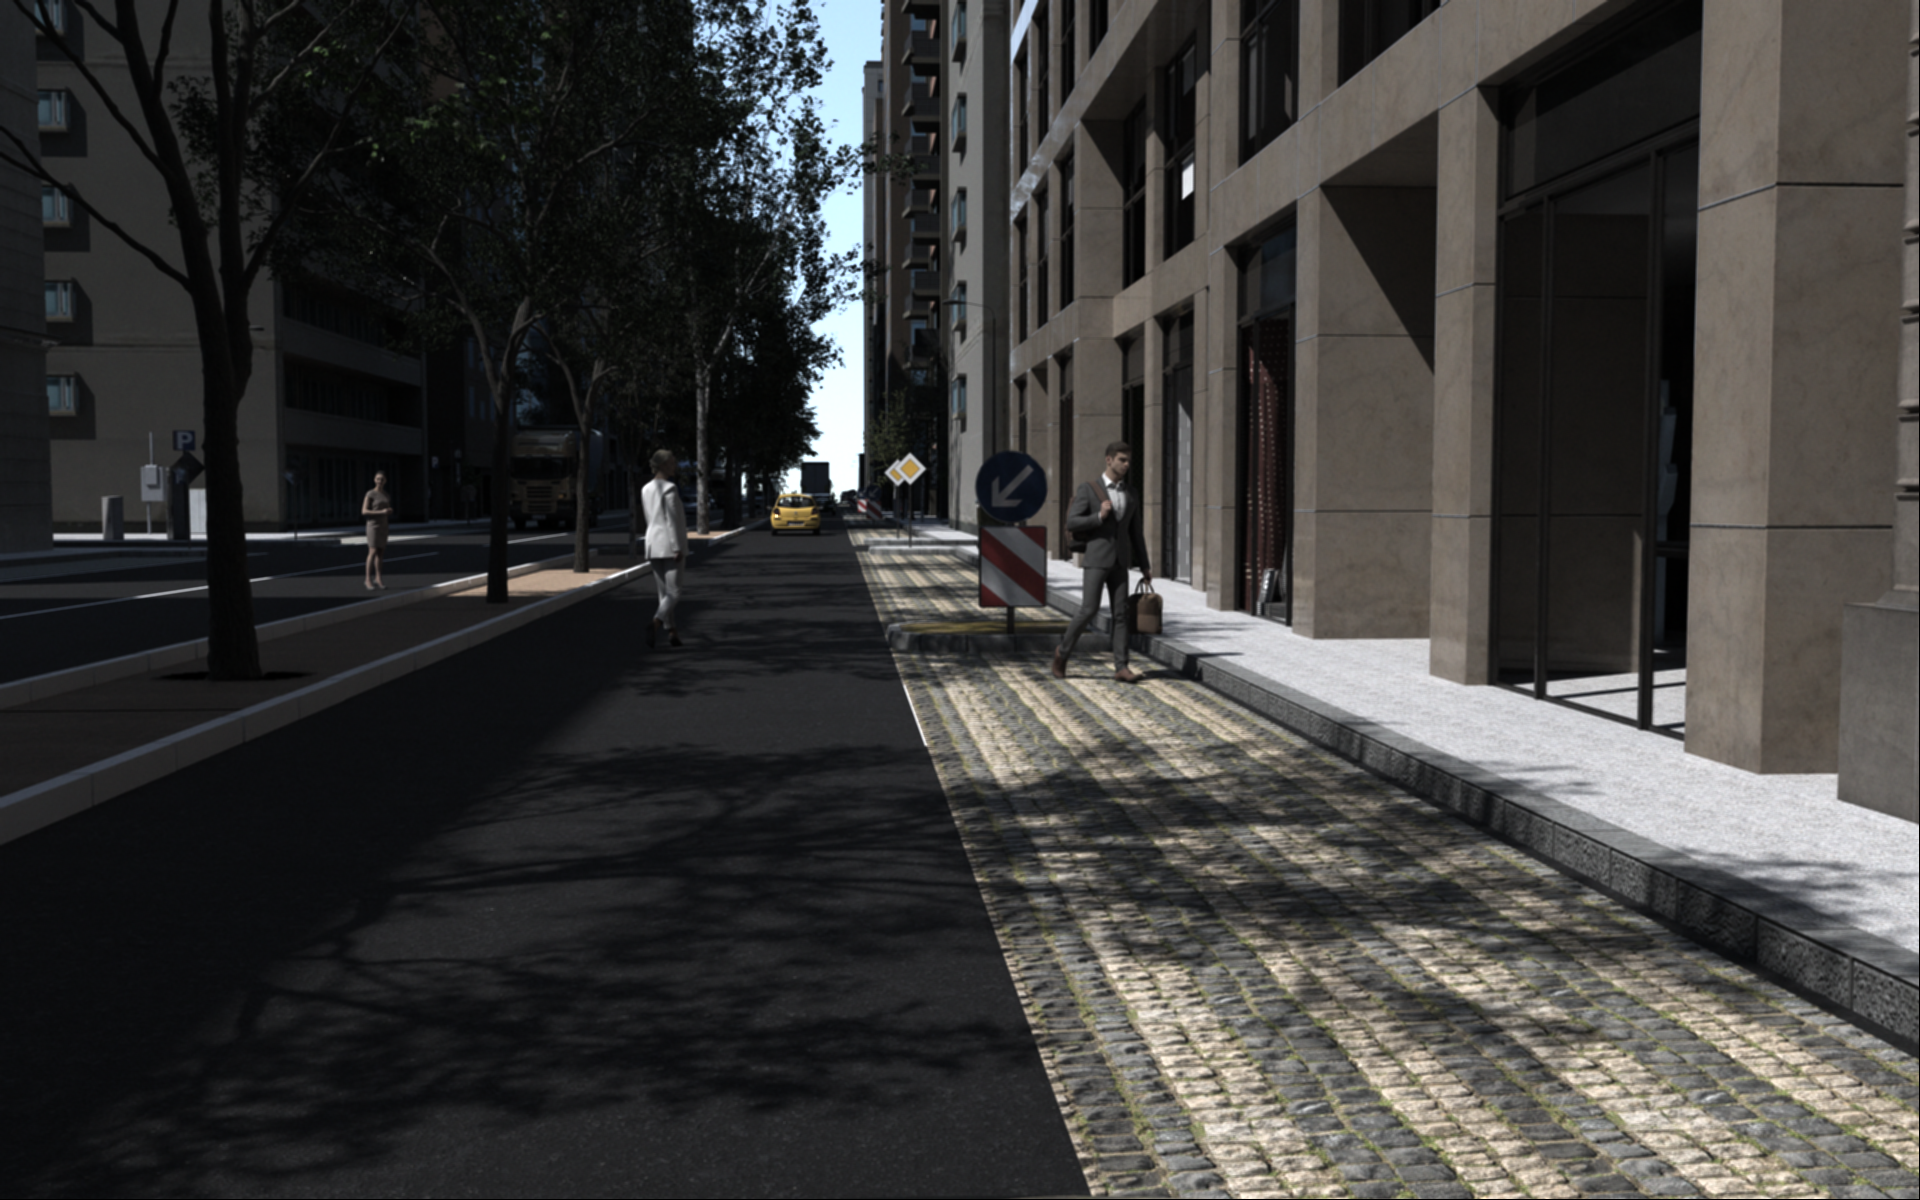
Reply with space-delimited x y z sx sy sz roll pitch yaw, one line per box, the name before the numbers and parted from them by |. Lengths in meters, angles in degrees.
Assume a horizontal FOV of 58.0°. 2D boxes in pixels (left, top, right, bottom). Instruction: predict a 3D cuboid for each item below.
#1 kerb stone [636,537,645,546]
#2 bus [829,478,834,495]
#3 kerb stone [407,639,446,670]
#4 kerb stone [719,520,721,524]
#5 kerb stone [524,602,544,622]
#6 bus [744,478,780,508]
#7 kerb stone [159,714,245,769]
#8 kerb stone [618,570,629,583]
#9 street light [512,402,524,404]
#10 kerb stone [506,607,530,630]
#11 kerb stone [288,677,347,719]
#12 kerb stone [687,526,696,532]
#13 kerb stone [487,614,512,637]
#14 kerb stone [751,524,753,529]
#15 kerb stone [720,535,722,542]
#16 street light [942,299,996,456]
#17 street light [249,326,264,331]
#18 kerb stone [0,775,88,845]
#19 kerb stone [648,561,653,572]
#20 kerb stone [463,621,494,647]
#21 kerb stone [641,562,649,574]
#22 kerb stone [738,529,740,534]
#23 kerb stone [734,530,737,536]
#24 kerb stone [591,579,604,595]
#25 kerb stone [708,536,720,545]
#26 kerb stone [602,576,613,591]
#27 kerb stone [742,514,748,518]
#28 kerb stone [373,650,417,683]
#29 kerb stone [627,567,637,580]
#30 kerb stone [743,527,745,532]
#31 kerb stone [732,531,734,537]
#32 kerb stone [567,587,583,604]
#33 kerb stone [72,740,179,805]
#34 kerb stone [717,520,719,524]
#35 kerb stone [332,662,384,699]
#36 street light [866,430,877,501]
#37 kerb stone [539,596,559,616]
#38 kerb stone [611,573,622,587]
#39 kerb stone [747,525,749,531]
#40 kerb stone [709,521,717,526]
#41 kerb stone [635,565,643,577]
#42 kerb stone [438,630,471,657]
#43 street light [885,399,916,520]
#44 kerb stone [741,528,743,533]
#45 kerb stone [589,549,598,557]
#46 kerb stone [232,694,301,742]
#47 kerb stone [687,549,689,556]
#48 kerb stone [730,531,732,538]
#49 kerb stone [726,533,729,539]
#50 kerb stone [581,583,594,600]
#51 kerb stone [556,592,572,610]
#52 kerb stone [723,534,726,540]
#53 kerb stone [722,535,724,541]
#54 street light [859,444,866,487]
kerb stone | -9.181 -1.685 49.738 0.120 0.150 1.000 0 4 -4
bus | -19.273 -15.352 242.549 2.896 3.916 12.252 0 4 -3
kerb stone | -4.519 0.466 14.578 0.120 0.150 1.000 0 4 -4
kerb stone | -11.473 -3.623 81.433 0.120 0.150 1.000 0 4 -4
kerb stone | -4.904 0.153 19.691 0.120 0.150 1.000 0 4 -4
bus | -20.234 -11.206 178.079 2.948 3.499 13.247 0 4 -2
kerb stone | -4.155 0.778 9.472 0.120 0.150 1.000 0 4 -4
kerb stone | -5.491 -0.347 27.872 0.120 0.150 1.000 0 4 -4
street light | -22.733 -7.035 87.567 1.470 5.913 1.316 0 4 -4
kerb stone | -4.816 0.215 18.672 0.120 0.150 1.000 0 4 -4
kerb stone | -4.296 0.657 11.513 0.120 0.150 1.000 0 4 -4
kerb stone | -10.442 -2.747 67.118 0.120 0.150 1.000 0 4 -4
kerb stone | -4.744 0.278 17.653 0.120 0.150 1.000 0 4 -4
kerb stone | -8.490 -2.884 69.345 0.120 0.150 1.000 0 4 -4
kerb stone | -7.165 -1.756 50.908 0.120 0.150 1.000 0 4 -4
street light | 0.275 -4.220 41.540 1.470 5.913 1.316 0 4 -4
street light | -19.944 -4.617 48.022 1.470 5.913 1.316 0 4 -4
kerb stone | -4.003 0.903 7.434 0.120 0.150 1.000 0 4 -4
kerb stone | -5.783 -0.595 31.961 0.120 0.150 1.000 0 4 -4
kerb stone | -4.662 0.341 16.624 0.120 0.150 1.000 0 4 -4
kerb stone | -5.709 -0.535 30.940 0.120 0.150 1.000 0 4 -4
kerb stone | -7.823 -2.316 60.135 0.120 0.150 1.000 0 4 -4
kerb stone | -7.669 -2.195 58.084 0.120 0.150 1.000 0 4 -4
kerb stone | -5.266 -0.160 24.810 0.120 0.150 1.000 0 4 -4
kerb stone | -7.086 -1.693 49.889 0.120 0.150 1.000 0 4 -4
kerb stone | -5.341 -0.221 25.829 0.120 0.150 1.000 0 4 -4
kerb stone | -13.482 -5.311 109.038 0.120 0.150 1.000 0 4 -4
kerb stone | -4.454 0.529 13.553 0.120 0.150 1.000 0 4 -4
kerb stone | -5.556 -0.408 28.901 0.120 0.150 1.000 0 4 -4
kerb stone | -8.042 -2.505 63.203 0.120 0.150 1.000 0 4 -4
kerb stone | -7.606 -2.132 57.060 0.120 0.150 1.000 0 4 -4
kerb stone | -5.119 -0.031 22.765 0.120 0.150 1.000 0 4 -4
kerb stone | -4.079 0.841 8.453 0.120 0.150 1.000 0 4 -4
kerb stone | -11.413 -3.560 80.404 0.120 0.150 1.000 0 4 -4
kerb stone | -4.380 0.591 12.531 0.120 0.150 1.000 0 4 -4
street light | -5.810 -9.292 124.463 1.470 5.913 1.316 0 4 -4
kerb stone | -4.969 0.091 20.711 0.120 0.150 1.000 0 4 -4
kerb stone | -5.407 -0.285 26.849 0.120 0.150 1.000 0 4 -4
kerb stone | -8.274 -2.693 66.271 0.120 0.150 1.000 0 4 -4
kerb stone | -11.331 -3.495 79.386 0.120 0.150 1.000 0 4 -4
kerb stone | -5.635 -0.470 29.920 0.120 0.150 1.000 0 4 -4
kerb stone | -4.594 0.405 15.597 0.120 0.150 1.000 0 4 -4
street light | -2.869 -6.868 84.831 1.470 5.913 1.316 0 4 -4
kerb stone | -7.977 -2.440 62.183 0.120 0.150 1.000 0 4 -4
kerb stone | -8.475 -1.088 39.992 0.120 0.150 1.000 0 4 -4
kerb stone | -4.223 0.716 10.493 0.120 0.150 1.000 0 4 -4
kerb stone | -6.380 -1.094 40.144 0.120 0.150 1.000 0 4 -4
kerb stone | -7.533 -2.069 56.030 0.120 0.150 1.000 0 4 -4
kerb stone | -7.376 -1.944 53.979 0.120 0.150 1.000 0 4 -4
kerb stone | -5.191 -0.091 23.785 0.120 0.150 1.000 0 4 -4
kerb stone | -5.042 0.031 21.736 0.120 0.150 1.000 0 4 -4
kerb stone | -7.313 -1.881 52.951 0.120 0.150 1.000 0 4 -4
kerb stone | -7.233 -1.815 51.930 0.120 0.150 1.000 0 4 -4
street light | -8.452 -11.572 161.738 1.470 5.913 1.316 0 4 -4
